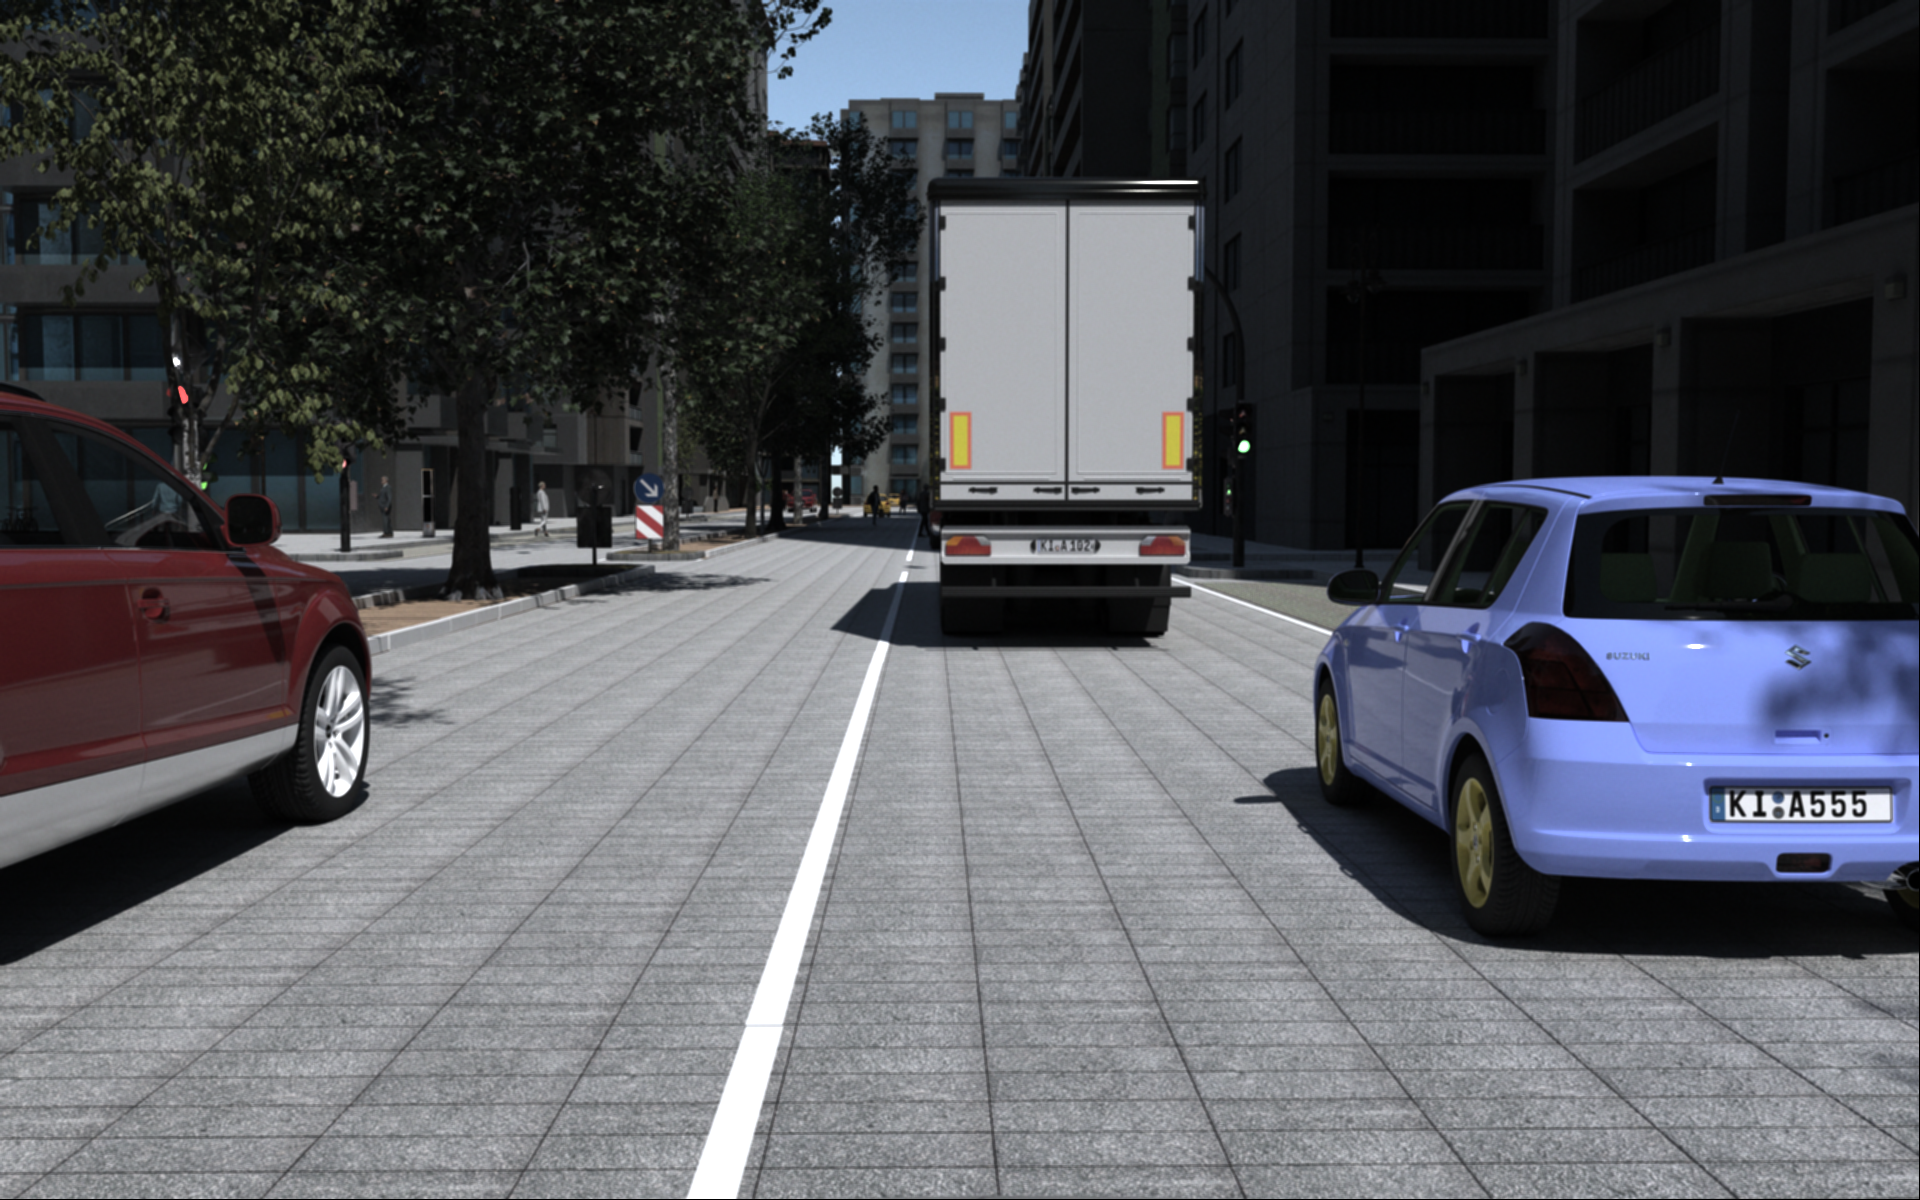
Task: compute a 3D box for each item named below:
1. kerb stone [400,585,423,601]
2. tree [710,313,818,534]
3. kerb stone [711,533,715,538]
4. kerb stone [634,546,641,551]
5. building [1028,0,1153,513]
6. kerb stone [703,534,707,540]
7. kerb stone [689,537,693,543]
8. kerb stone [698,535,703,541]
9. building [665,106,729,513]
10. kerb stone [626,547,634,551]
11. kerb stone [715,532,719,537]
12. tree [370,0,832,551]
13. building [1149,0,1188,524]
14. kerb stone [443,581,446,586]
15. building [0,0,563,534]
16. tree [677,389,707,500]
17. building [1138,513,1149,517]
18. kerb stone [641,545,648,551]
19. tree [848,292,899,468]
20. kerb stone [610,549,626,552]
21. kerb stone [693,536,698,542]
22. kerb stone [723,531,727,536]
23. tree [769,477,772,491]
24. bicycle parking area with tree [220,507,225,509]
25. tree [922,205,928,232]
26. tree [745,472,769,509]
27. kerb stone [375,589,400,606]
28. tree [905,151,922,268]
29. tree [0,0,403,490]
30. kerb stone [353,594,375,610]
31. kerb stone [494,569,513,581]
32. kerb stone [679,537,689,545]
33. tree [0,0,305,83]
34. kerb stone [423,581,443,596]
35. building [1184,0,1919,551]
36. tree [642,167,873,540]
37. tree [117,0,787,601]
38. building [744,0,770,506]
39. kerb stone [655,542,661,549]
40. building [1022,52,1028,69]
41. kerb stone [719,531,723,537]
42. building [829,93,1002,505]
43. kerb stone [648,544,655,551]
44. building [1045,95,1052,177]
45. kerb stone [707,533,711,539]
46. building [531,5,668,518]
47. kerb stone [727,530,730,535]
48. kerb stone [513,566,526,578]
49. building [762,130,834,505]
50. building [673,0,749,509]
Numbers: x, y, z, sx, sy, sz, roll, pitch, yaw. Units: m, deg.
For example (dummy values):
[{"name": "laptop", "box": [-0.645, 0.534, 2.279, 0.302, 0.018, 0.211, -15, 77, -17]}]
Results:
[{"name": "kerb stone", "box": [-7.502, -0.072, 23.394, 0.120, 0.150, 1.000, 0, 4, -1]}, {"name": "tree", "box": [-7.047, -6.656, 61.637, 4.360, 8.622, 3.978, 0, 3, 0]}, {"name": "kerb stone", "box": [-8.079, -2.048, 55.740, 0.120, 0.150, 1.000, 0, 4, -1]}, {"name": "kerb stone", "box": [-7.826, -1.173, 41.371, 0.120, 0.150, 1.000, 0, 4, -1]}, {"name": "building", "box": [17.017, -32.012, 147.096, 21.300, 48.544, 21.600, 0, 4, -1]}, {"name": "kerb stone", "box": [-8.043, -1.926, 53.685, 0.120, 0.150, 1.000, 0, 4, -1]}, {"name": "kerb stone", "box": [-7.989, -1.737, 50.599, 0.120, 0.150, 1.000, 0, 4, -1]}, {"name": "kerb stone", "box": [-8.021, -1.861, 52.652, 0.120, 0.150, 1.000, 0, 4, -1]}, {"name": "building", "box": [-33.739, -26.475, 124.755, 32.217, 40.220, 23.993, 0, 4, -1]}, {"name": "kerb stone", "box": [-7.806, -1.110, 40.349, 0.120, 0.150, 1.000, 0, 4, -1]}, {"name": "kerb stone", "box": [-8.097, -2.114, 56.762, 0.120, 0.150, 1.000, 0, 4, -1]}, {"name": "tree", "box": [-8.316, -11.273, 42.661, 12.611, 20.169, 13.585, 0, 3, 0]}, {"name": "building", "box": [14.362, -23.518, 68.120, 14.154, 41.232, 14.086, 0, 4, -1]}, {"name": "kerb stone", "box": [-7.535, -0.199, 25.447, 0.120, 0.150, 1.000, 0, 4, -1]}, {"name": "building", "box": [-29.206, -27.323, 66.343, 23.786, 49.044, 30.456, 0, 4, -1]}, {"name": "tree", "box": [-17.393, -9.726, 109.378, 4.737, 8.622, 4.395, 0, 3, 0]}, {"name": "building", "box": [16.438, -28.827, 95.027, 21.300, 48.544, 21.600, 0, 4, -1]}, {"name": "kerb stone", "box": [-7.844, -1.236, 42.397, 0.120, 0.150, 1.000, 0, 4, -1]}, {"name": "tree", "box": [-7.287, -9.120, 68.582, 9.611, 12.733, 9.660, 0, 3, 0]}, {"name": "kerb stone", "box": [-7.787, -1.048, 39.326, 0.120, 0.150, 1.000, 0, 4, -1]}, {"name": "kerb stone", "box": [-8.011, -1.800, 51.621, 0.120, 0.150, 1.000, 0, 4, -1]}, {"name": "kerb stone", "box": [-8.129, -2.239, 58.815, 0.120, 0.150, 1.000, 0, 4, -1]}, {"name": "tree", "box": [-18.036, -10.591, 167.756, 1.663, 3.219, 1.824, 0, 3, 0]}, {"name": "bicycle parking area with tree", "box": [-23.107, -3.589, 45.680, 8.231, 4.147, 9.016, 0, 4, -6]}, {"name": "tree", "box": [-8.481, -14.349, 92.956, 12.611, 20.169, 13.585, 0, 3, 0]}, {"name": "tree", "box": [-17.821, -9.518, 150.216, 1.663, 3.219, 1.824, 0, 3, 0]}, {"name": "kerb stone", "box": [-7.486, -0.011, 22.371, 0.120, 0.150, 1.000, 0, 4, -1]}, {"name": "tree", "box": [-8.718, -13.573, 80.263, 12.611, 20.169, 13.585, 0, 3, 0]}, {"name": "tree", "box": [-6.334, -3.745, 14.056, 4.737, 8.622, 4.395, 0, 3, 0]}, {"name": "kerb stone", "box": [-7.463, 0.052, 21.350, 0.120, 0.150, 1.000, 0, 4, -1]}, {"name": "kerb stone", "box": [-7.588, -0.383, 28.518, 0.120, 0.150, 1.000, 0, 4, -1]}, {"name": "kerb stone", "box": [-7.969, -1.674, 49.573, 0.120, 0.150, 1.000, 0, 4, -1]}, {"name": "tree", "box": [-6.006, -4.335, 7.745, 8.767, 10.594, 7.601, 0, 4, -1]}, {"name": "kerb stone", "box": [-7.524, -0.136, 24.416, 0.120, 0.150, 1.000, 0, 4, -1]}, {"name": "building", "box": [18.065, -37.265, 47.527, 20.611, 71.187, 20.563, 0, 4, -1]}, {"name": "tree", "box": [-6.513, -7.713, 54.323, 9.928, 11.665, 9.643, 0, 3, 0]}, {"name": "tree", "box": [-6.637, -6.352, 23.319, 9.611, 12.733, 9.660, 0, 3, 0]}, {"name": "building", "box": [-33.301, -35.688, 172.734, 27.495, 52.752, 28.713, 0, 4, -1]}, {"name": "kerb stone", "box": [-7.882, -1.357, 44.452, 0.120, 0.150, 1.000, 0, 4, -1]}, {"name": "building", "box": [16.990, -33.851, 173.064, 23.786, 49.044, 30.456, 0, 4, -1]}, {"name": "kerb stone", "box": [-8.118, -2.177, 57.793, 0.120, 0.150, 1.000, 0, 4, -1]}, {"name": "building", "box": [-0.198, -36.086, 209.616, 30.456, 49.044, 23.786, 0, 4, -1]}, {"name": "kerb stone", "box": [-7.860, -1.299, 43.427, 0.120, 0.150, 1.000, 0, 4, -1]}, {"name": "building", "box": [13.135, -21.846, 128.890, 14.160, 30.474, 14.107, 0, 4, -1]}, {"name": "kerb stone", "box": [-8.057, -1.988, 54.717, 0.120, 0.150, 1.000, 0, 4, -1]}, {"name": "building", "box": [-24.383, -25.278, 96.886, 14.154, 41.232, 14.086, 0, 4, -1]}, {"name": "kerb stone", "box": [-8.151, -2.302, 59.839, 0.120, 0.150, 1.000, 0, 4, -1]}, {"name": "kerb stone", "box": [-7.616, -0.449, 29.539, 0.120, 0.150, 1.000, 0, 4, -1]}, {"name": "building", "box": [-29.827, -33.825, 207.669, 28.867, 44.769, 22.147, 0, 4, -1]}, {"name": "building", "box": [-29.695, -32.026, 147.331, 21.300, 48.544, 21.600, 0, 4, -1]}]
